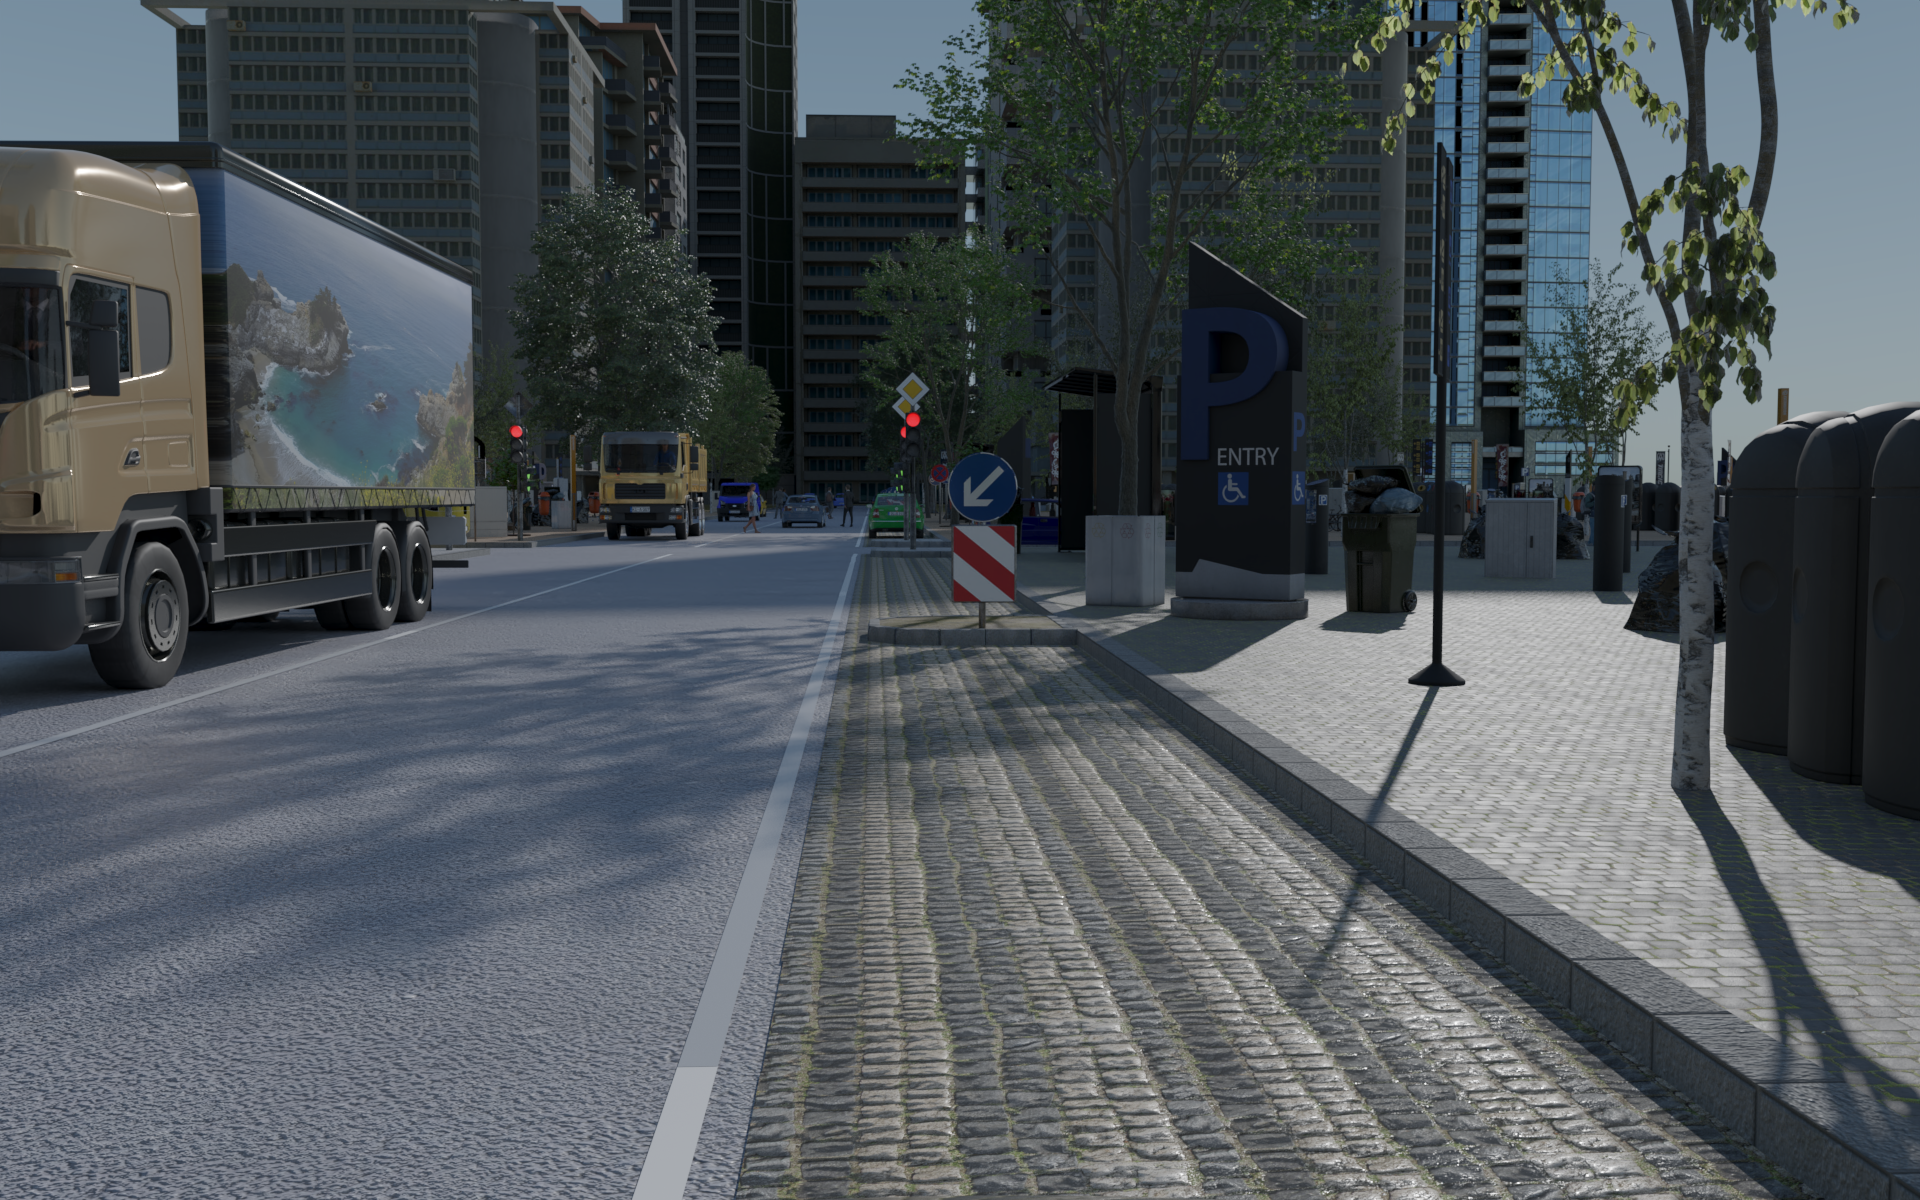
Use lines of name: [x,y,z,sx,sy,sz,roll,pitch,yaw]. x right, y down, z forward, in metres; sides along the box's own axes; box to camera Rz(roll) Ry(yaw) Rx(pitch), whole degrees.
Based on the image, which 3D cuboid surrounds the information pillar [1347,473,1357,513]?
information pillar: [13.581,-3.388,59.879,0.304,2.012,0.304,-3,5,-42]

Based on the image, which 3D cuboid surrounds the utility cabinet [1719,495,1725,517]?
utility cabinet: [33.773,-4.056,77.479,0.306,1.237,1.020,-2,4,-34]

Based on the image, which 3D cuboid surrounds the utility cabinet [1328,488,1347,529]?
utility cabinet: [13.486,-3.291,62.493,1.173,1.500,0.318,2,4,30]

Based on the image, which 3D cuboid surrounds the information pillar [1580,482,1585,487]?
information pillar: [36.806,-5.985,102.344,0.304,2.012,0.304,0,4,6]

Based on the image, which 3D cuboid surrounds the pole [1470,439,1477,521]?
pole: [19.213,-4.338,64.768,0.158,3.312,0.155,0,3,0]

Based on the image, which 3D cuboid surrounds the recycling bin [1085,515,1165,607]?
recycling bin: [1.920,-0.460,20.081,0.722,1.027,0.722,2,4,30]

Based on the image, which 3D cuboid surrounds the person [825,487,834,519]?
person: [-7.495,-5.563,99.422,0.622,1.834,0.822,2,4,28]

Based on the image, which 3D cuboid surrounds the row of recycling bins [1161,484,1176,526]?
row of recycling bins: [8.193,-3.919,71.192,1.069,1.692,3.534,-1,4,-14]

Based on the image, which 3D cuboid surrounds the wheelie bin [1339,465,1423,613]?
wheelie bin: [4.582,-0.670,18.855,0.693,1.594,0.980,-3,5,-44]

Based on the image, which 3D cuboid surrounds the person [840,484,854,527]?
person: [-4.942,-4.129,75.778,0.659,1.850,0.755,-3,4,-38]

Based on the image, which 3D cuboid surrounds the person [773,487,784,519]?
person: [-10.576,-5.676,101.113,0.655,1.846,0.447,-1,4,-11]

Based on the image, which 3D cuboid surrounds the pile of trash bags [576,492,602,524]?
pile of trash bags: [-16.730,-3.994,75.057,3.447,1.369,1.912,3,4,38]

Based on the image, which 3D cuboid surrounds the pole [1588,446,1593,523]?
pole: [26.854,-4.896,73.887,0.158,3.312,0.155,0,3,0]

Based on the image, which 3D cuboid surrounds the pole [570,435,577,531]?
pole: [-13.368,-4.038,59.870,0.158,3.312,0.155,0,3,0]

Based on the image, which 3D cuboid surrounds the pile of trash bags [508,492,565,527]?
pile of trash bags: [-16.809,-3.611,68.795,1.912,1.369,3.447,-2,4,-26]

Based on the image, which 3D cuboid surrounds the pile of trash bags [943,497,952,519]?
pile of trash bags: [-0.007,-4.834,88.781,1.912,1.369,3.447,1,4,12]

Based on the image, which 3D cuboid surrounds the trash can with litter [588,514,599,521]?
trash can with litter: [-16.800,-4.407,83.109,1.678,1.210,2.233,-1,4,-10]

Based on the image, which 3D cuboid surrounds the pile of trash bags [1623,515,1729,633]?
pile of trash bags: [8.103,-0.429,16.767,3.447,1.369,1.912,-3,4,-37]

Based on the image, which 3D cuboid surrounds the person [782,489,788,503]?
person: [-12.988,-7.310,128.007,1.348,1.826,0.705,3,4,37]

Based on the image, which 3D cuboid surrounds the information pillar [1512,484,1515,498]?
information pillar: [39.211,-7.217,122.487,0.304,2.012,0.304,0,4,6]

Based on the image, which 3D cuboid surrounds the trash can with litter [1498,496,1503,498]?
trash can with litter: [26.112,-4.403,83.044,2.233,1.210,1.678,2,4,33]

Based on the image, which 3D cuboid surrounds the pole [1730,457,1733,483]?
pole: [42.250,-6.190,95.046,0.158,3.312,0.155,0,3,0]

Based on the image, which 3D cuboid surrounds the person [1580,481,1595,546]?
person: [16.486,-2.210,44.975,0.721,1.781,0.623,3,5,42]

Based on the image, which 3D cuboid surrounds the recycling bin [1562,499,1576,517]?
recycling bin: [32.143,-4.822,91.391,0.722,1.027,0.722,3,5,44]

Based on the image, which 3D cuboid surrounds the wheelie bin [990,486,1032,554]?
wheelie bin: [0.997,-1.795,37.251,0.693,1.594,0.980,-1,4,-18]

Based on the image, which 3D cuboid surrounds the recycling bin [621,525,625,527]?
recycling bin: [-13.476,-3.401,68.167,0.722,1.027,0.722,1,4,9]

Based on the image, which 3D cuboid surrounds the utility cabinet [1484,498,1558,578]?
utility cabinet: [8.638,-0.950,26.689,1.020,1.237,0.306,2,4,29]

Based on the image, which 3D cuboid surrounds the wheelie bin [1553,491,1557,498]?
wheelie bin: [38.998,-6.512,114.386,0.693,1.594,0.980,3,4,37]

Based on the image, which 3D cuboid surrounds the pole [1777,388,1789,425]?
pole: [15.838,-2.420,33.408,0.158,3.312,0.155,0,3,0]

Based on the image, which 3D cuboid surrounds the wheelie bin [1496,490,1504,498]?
wheelie bin: [37.326,-6.867,120.178,0.693,1.594,0.980,3,5,40]

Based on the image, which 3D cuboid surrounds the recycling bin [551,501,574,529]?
recycling bin: [-14.558,-3.125,63.645,0.722,1.027,0.722,-2,4,-31]

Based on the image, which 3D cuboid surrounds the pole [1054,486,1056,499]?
pole: [4.342,-5.266,79.940,0.158,3.312,0.155,0,3,0]

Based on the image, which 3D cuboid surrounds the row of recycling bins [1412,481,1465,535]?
row of recycling bins: [15.381,-2.952,55.380,1.069,1.692,3.534,0,4,2]

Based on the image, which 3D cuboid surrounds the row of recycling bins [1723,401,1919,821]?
row of recycling bins: [4.231,-0.015,7.351,1.069,1.692,3.534,0,4,3]

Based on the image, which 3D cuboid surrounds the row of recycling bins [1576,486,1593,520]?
row of recycling bins: [30.944,-4.687,83.737,1.069,1.692,3.534,-1,4,-11]

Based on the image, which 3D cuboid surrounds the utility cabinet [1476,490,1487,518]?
utility cabinet: [26.570,-4.870,88.309,0.318,1.500,1.173,0,4,-1]

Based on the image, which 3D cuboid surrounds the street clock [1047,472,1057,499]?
street clock: [3.037,-3.198,56.858,0.358,2.002,0.471,-1,4,-13]

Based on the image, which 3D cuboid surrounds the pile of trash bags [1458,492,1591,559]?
pile of trash bags: [11.869,-1.526,34.700,3.447,1.369,1.912,-1,4,-18]

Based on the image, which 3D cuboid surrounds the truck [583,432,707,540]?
truck: [-9.907,-3.691,56.279,3.469,3.379,9.791,0,4,-3]

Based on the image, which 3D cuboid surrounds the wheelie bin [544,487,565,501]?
wheelie bin: [-17.020,-3.946,72.419,0.980,1.594,0.693,0,4,-7]

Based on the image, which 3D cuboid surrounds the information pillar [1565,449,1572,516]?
information pillar: [31.752,-6.058,90.403,0.183,3.616,0.504,-1,4,-11]

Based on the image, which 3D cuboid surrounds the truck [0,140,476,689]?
truck: [-7.138,-1.661,16.073,2.839,4.237,11.283,0,4,-1]

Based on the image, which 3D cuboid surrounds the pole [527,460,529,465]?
pole: [-25.862,-6.711,103.574,0.158,3.312,0.155,0,3,0]

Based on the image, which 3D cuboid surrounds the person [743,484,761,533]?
person: [-7.622,-3.340,63.205,0.778,1.811,0.616,2,4,27]

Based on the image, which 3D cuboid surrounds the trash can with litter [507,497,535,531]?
trash can with litter: [-15.543,-3.030,60.934,1.055,1.170,0.624,-3,4,-37]

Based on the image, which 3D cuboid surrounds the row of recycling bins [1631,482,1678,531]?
row of recycling bins: [24.391,-3.257,60.372,1.069,1.692,3.534,-2,4,-30]

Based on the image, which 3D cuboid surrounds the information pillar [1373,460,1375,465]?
information pillar: [28.580,-7.852,119.731,0.183,3.616,0.504,0,4,-1]
